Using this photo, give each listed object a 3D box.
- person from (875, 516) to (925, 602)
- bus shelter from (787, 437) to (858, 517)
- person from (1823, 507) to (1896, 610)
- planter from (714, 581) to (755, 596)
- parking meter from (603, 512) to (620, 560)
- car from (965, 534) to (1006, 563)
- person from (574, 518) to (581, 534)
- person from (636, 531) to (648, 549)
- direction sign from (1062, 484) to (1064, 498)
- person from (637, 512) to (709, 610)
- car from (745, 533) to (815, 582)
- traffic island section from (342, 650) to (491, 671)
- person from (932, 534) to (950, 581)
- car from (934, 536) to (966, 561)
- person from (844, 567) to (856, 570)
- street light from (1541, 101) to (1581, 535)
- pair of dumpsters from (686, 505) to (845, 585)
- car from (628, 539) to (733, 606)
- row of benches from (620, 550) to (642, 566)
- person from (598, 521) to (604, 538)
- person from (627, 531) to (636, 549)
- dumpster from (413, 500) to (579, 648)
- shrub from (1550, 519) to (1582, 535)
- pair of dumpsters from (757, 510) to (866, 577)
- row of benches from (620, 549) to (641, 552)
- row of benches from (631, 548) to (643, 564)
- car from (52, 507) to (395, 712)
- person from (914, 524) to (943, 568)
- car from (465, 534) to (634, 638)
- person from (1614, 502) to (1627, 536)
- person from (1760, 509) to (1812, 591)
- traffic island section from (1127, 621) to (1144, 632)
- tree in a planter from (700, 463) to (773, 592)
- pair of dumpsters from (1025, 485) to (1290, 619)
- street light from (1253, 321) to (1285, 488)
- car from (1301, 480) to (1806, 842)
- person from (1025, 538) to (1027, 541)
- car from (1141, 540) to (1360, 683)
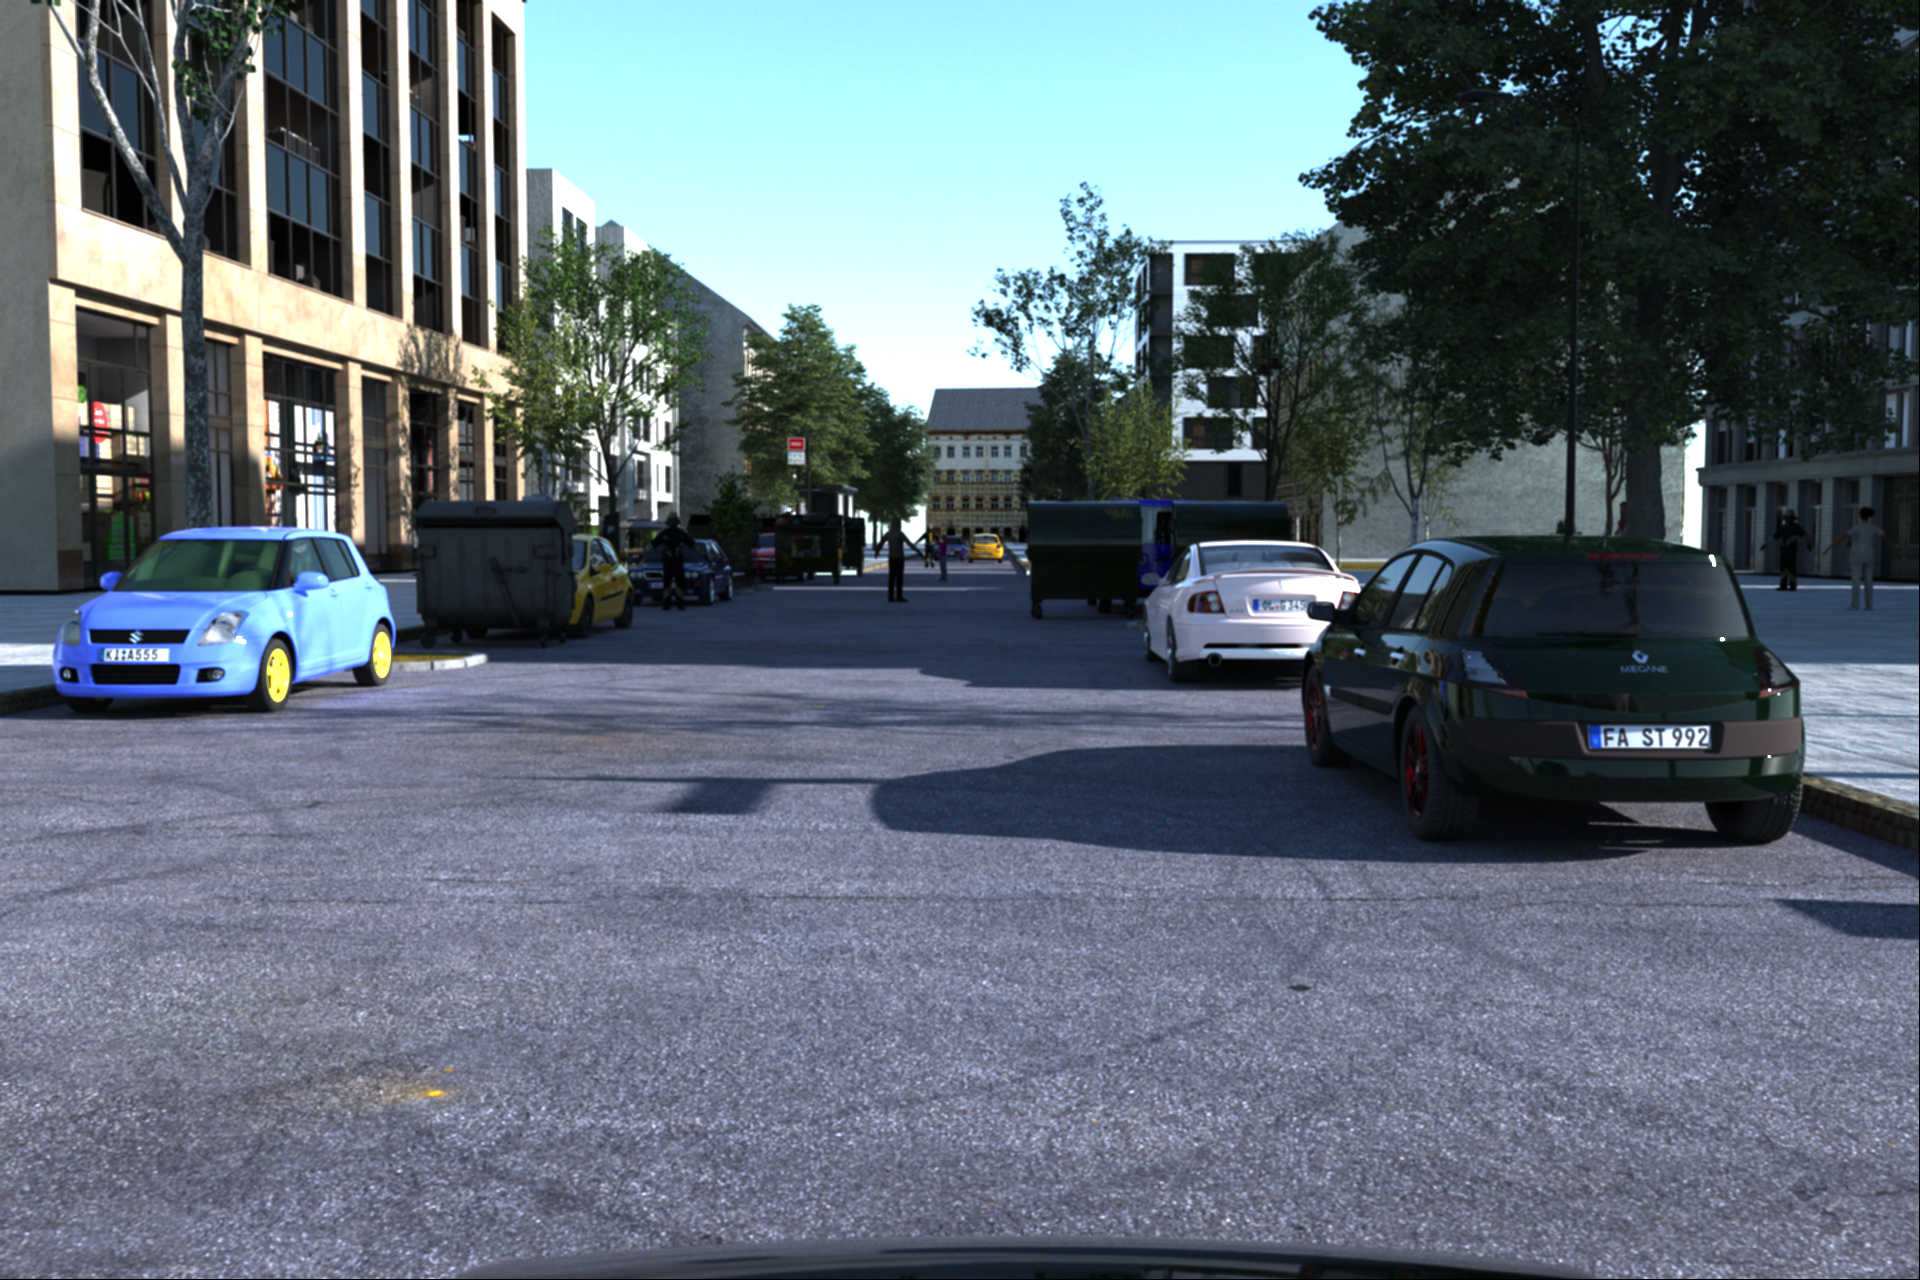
[{"bbox_3d":[-1.329,-1.712,36.579,1.348,1.813,0.705,3,4,38],"label":"person"},{"bbox_3d":[-5.933,-5.921,74.440,2.179,5.291,8.768,0,4,3],"label":"bus shelter"},{"bbox_3d":[15.203,-1.374,29.240,1.217,1.739,0.721,0,4,1],"label":"person"},{"bbox_3d":[-5.882,-1.204,40.827,1.991,0.319,1.994,0,4,1],"label":"planter"},{"bbox_3d":[-9.121,-2.424,45.337,0.399,1.863,0.255,0,4,1],"label":"parking meter"},{"bbox_3d":[1.271,-4.652,86.290,2.015,1.641,3.980,0,4,1],"label":"car"},{"bbox_3d":[-11.434,-2.732,51.265,0.434,1.755,0.990,0,4,-5],"label":"person"},{"bbox_3d":[-16.403,-5.058,88.966,0.705,1.796,1.348,1,4,12],"label":"person"},{"bbox_3d":[4.655,-5.287,78.434,0.379,3.537,0.876,0,3,0],"label":"direction sign"},{"bbox_3d":[-5.413,-1.496,32.699,1.354,1.856,0.705,0,4,-8],"label":"person"},{"bbox_3d":[-5.499,-2.699,53.174,2.155,1.783,4.494,0,4,1],"label":"car"},{"bbox_3d":[-6.292,0.233,19.054,1.991,0.108,1.994,0,4,1],"label":"traffic island section"},{"bbox_3d":[-0.561,-2.518,52.890,0.599,1.433,0.991,-2,4,-32],"label":"person"},{"bbox_3d":[-0.561,-4.896,92.638,1.945,1.354,3.894,0,4,2],"label":"car"},{"bbox_3d":[-3.948,-3.440,62.426,1.347,1.806,0.705,2,4,28],"label":"person"},{"bbox_3d":[7.000,-2.794,18.229,1.470,5.913,1.316,0,4,1],"label":"street light"},{"bbox_3d":[-5.544,-2.723,49.471,4.436,2.255,1.574,0,4,1],"label":"pair of dumpsters"},{"bbox_3d":[-5.795,-1.428,35.931,1.945,1.354,3.894,0,4,1],"label":"car"},{"bbox_3d":[-14.368,-3.371,70.580,4.104,0.672,1.422,3,5,41],"label":"row of benches"},{"bbox_3d":[-13.922,-3.772,67.812,0.704,1.812,1.346,1,4,20],"label":"person"},{"bbox_3d":[-18.303,-5.536,96.742,0.704,1.802,1.346,1,4,20],"label":"person"},{"bbox_3d":[-5.920,-0.852,22.150,1.865,1.857,1.264,0,4,1],"label":"dumpster"},{"bbox_3d":[27.186,-4.493,77.875,1.690,2.028,1.600,0,3,0],"label":"shrub"},{"bbox_3d":[-5.404,-3.275,58.492,4.436,2.255,1.574,0,4,1],"label":"pair of dumpsters"},{"bbox_3d":[-14.167,-3.553,73.560,4.104,0.672,1.422,1,4,14],"label":"row of benches"},{"bbox_3d":[-14.294,-3.749,76.766,1.422,0.672,4.104,-1,4,-11],"label":"row of benches"},{"bbox_3d":[-6.297,-0.334,15.060,1.945,1.707,3.694,0,4,1],"label":"car"},{"bbox_3d":[-1.295,-4.009,73.784,1.354,1.856,0.705,0,4,-6],"label":"person"},{"bbox_3d":[-5.919,-0.908,25.066,2.015,1.641,3.980,0,4,2],"label":"car"},{"bbox_3d":[9.480,-1.092,24.573,0.621,1.740,0.551,0,4,-5],"label":"person"},{"bbox_3d":[18.713,-2.035,39.147,0.704,1.845,1.351,-2,4,-24],"label":"person"},{"bbox_3d":[3.530,-0.197,26.080,1.991,0.108,1.994,0,4,2],"label":"traffic island section"},{"bbox_3d":[-5.795,-2.854,43.884,1.991,3.239,1.994,0,4,1],"label":"tree in a planter"},{"bbox_3d":[3.322,-1.503,29.518,4.436,2.255,1.574,0,4,1],"label":"pair of dumpsters"},{"bbox_3d":[6.705,-3.970,37.698,0.468,5.910,1.993,0,4,1],"label":"street light"},{"bbox_3d":[3.002,0.020,9.466,2.009,1.686,4.222,0,4,1],"label":"car"},{"bbox_3d":[4.038,-5.357,93.561,0.705,1.833,1.349,3,5,44],"label":"person"},{"bbox_3d":[2.976,-0.349,18.066,2.083,1.381,4.827,0,4,1],"label":"car"}]
